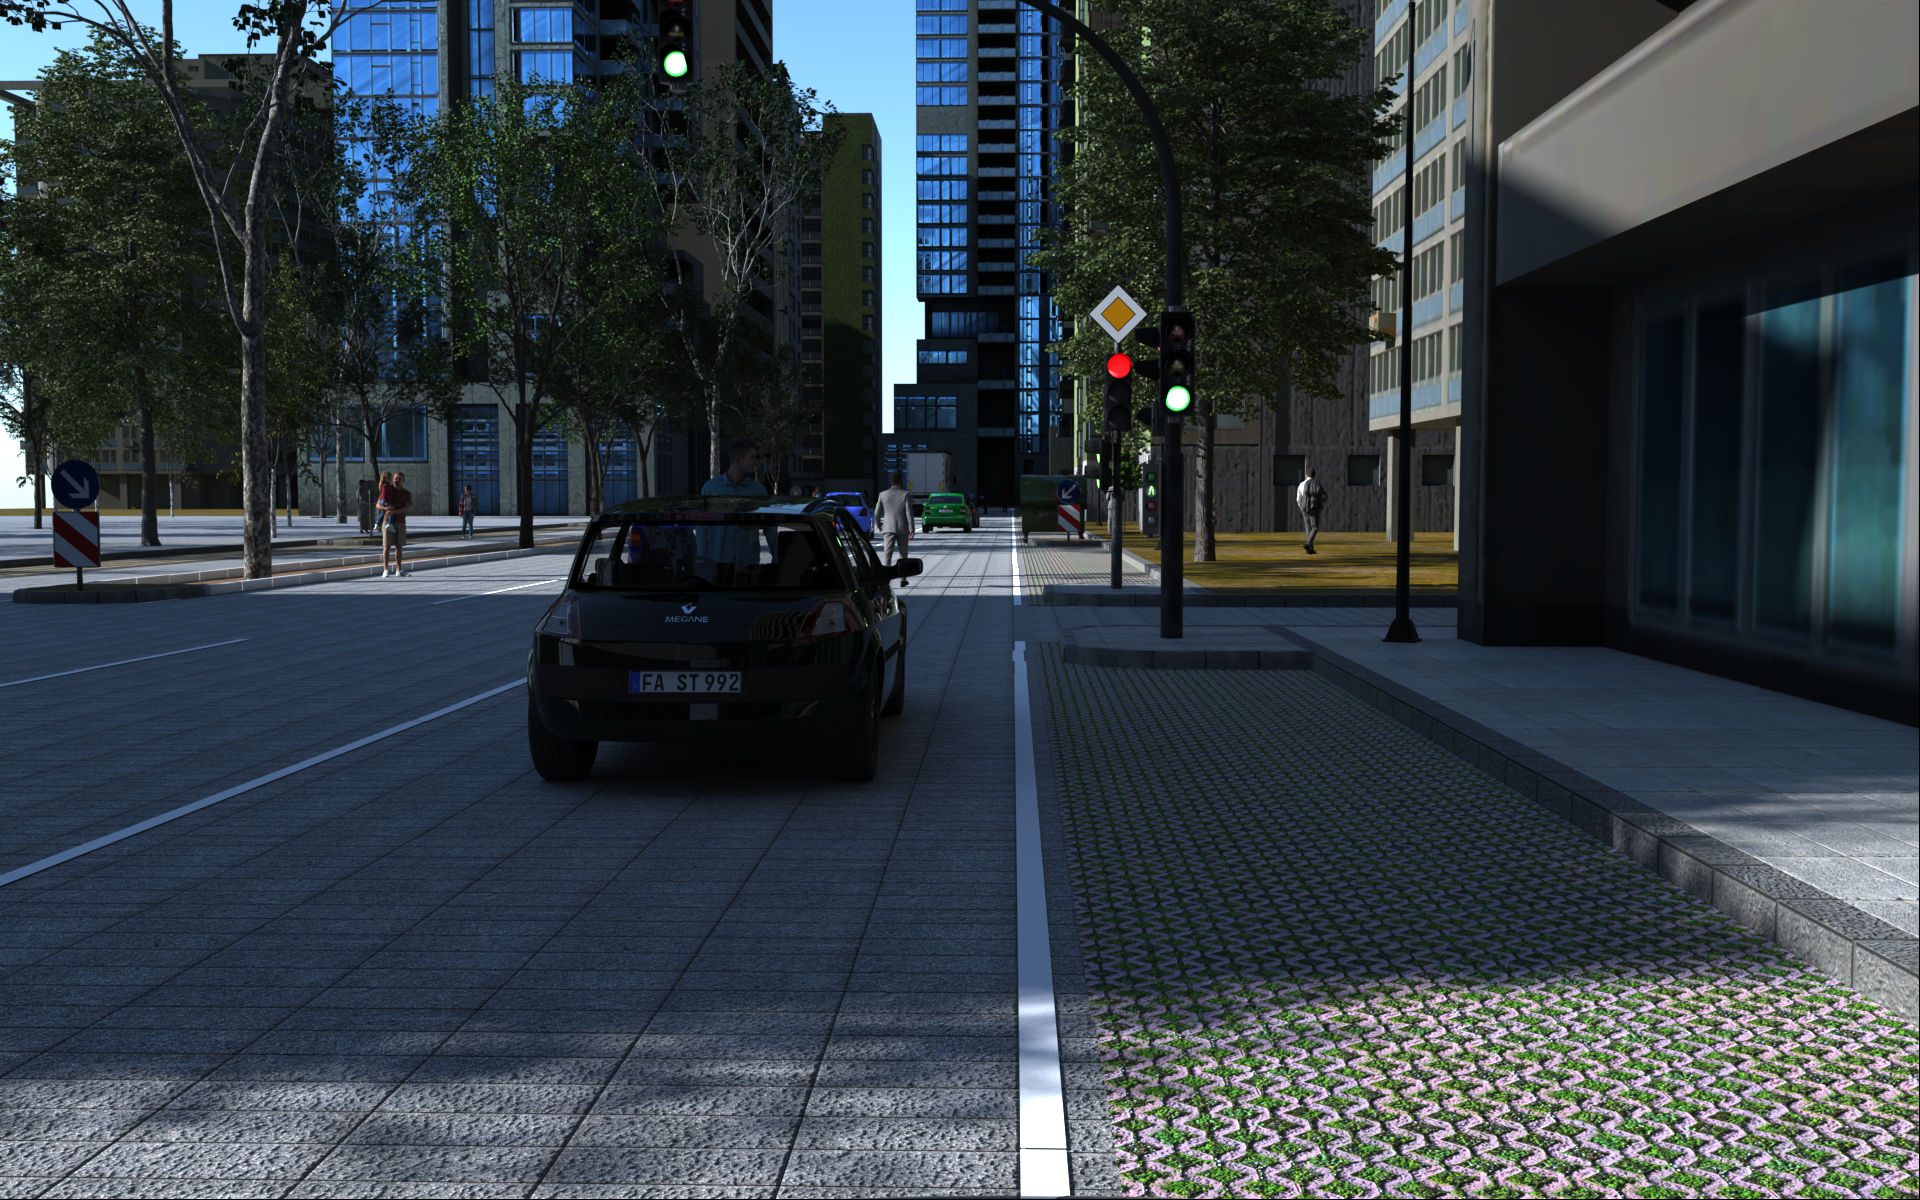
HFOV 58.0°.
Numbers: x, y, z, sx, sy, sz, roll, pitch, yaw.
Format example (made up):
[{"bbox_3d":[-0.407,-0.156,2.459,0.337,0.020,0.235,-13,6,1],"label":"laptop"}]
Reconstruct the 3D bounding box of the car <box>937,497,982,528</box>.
[{"bbox_3d":[-0.057,-3.785,74.461,1.945,1.354,3.894,0,4,3],"label":"car"}]

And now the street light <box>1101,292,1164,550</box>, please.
[{"bbox_3d":[4.068,-4.095,39.490,1.470,5.913,1.316,0,4,2],"label":"street light"}]

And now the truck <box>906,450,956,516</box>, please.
[{"bbox_3d":[-1.899,-7.696,114.735,2.839,4.237,11.283,0,4,3],"label":"truck"}]

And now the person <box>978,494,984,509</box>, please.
[{"bbox_3d":[2.143,-9.694,170.192,0.628,1.438,0.799,2,4,24],"label":"person"}]

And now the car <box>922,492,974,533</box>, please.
[{"bbox_3d":[-0.462,-3.462,65.394,1.959,1.807,4.718,0,4,2],"label":"car"}]

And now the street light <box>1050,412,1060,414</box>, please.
[{"bbox_3d":[5.787,-7.700,98.435,1.470,5.913,1.316,0,4,2],"label":"street light"}]

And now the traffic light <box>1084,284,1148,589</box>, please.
[{"bbox_3d":[2.104,-2.107,23.365,0.839,4.253,0.868,0,4,2],"label":"traffic light"}]

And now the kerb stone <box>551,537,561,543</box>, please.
[{"bbox_3d":[-11.937,-1.738,50.604,0.120,0.150,1.000,0,4,2],"label":"kerb stone"}]

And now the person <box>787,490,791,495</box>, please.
[{"bbox_3d":[-12.093,-7.012,123.818,0.621,1.740,0.551,2,4,31],"label":"person"}]

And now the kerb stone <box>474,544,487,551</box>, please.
[{"bbox_3d":[-12.138,-1.298,43.418,0.120,0.150,1.000,0,4,2],"label":"kerb stone"}]

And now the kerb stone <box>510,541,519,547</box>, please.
[{"bbox_3d":[-12.056,-1.485,46.499,0.120,0.150,1.000,0,4,2],"label":"kerb stone"}]

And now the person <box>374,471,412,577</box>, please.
[{"bbox_3d":[-9.817,-1.312,29.932,0.573,1.828,0.580,1,4,17],"label":"person"}]

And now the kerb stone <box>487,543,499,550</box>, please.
[{"bbox_3d":[-12.114,-1.361,44.452,0.120,0.150,1.000,0,4,2],"label":"kerb stone"}]

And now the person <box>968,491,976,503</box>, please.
[{"bbox_3d":[1.074,-8.971,156.110,0.756,1.711,0.436,1,4,19],"label":"person"}]

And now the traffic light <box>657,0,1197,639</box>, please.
[{"bbox_3d":[-0.229,-2.485,15.304,4.771,5.953,1.251,0,4,2],"label":"traffic light"}]

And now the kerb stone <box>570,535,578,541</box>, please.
[{"bbox_3d":[-11.869,-1.857,52.647,0.120,0.150,1.000,0,4,2],"label":"kerb stone"}]

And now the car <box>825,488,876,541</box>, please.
[{"bbox_3d":[-3.597,-2.759,54.698,1.945,1.707,3.694,0,4,0],"label":"car"}]

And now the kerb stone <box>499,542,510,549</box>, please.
[{"bbox_3d":[-12.083,-1.424,45.474,0.120,0.150,1.000,0,4,2],"label":"kerb stone"}]

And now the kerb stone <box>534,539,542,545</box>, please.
[{"bbox_3d":[-11.994,-1.612,48.553,0.120,0.150,1.000,0,4,2],"label":"kerb stone"}]

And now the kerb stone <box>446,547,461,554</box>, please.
[{"bbox_3d":[-12.205,-1.172,41.354,0.120,0.150,1.000,0,4,2],"label":"kerb stone"}]

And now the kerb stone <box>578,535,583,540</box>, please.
[{"bbox_3d":[-11.840,-1.925,53.677,0.120,0.150,1.000,0,4,2],"label":"kerb stone"}]

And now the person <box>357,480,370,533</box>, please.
[{"bbox_3d":[-19.505,-3.071,56.820,0.480,1.755,0.524,0,4,7],"label":"person"}]

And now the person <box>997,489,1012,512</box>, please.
[{"bbox_3d":[3.510,-7.776,135.571,1.348,1.831,0.705,2,4,28],"label":"person"}]

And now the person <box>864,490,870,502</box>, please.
[{"bbox_3d":[-6.468,-6.603,117.182,0.721,1.735,1.217,3,4,36],"label":"person"}]

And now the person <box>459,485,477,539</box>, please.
[{"bbox_3d":[-15.730,-2.818,55.406,0.563,1.720,0.643,-1,4,-13],"label":"person"}]

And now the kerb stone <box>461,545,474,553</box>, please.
[{"bbox_3d":[-12.177,-1.228,42.389,0.120,0.150,1.000,0,4,2],"label":"kerb stone"}]

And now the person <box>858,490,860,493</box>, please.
[{"bbox_3d":[-8.074,-8.006,140.104,0.721,1.736,1.217,-1,4,-11],"label":"person"}]

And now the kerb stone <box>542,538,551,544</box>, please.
[{"bbox_3d":[-11.965,-1.675,49.574,0.120,0.150,1.000,0,4,2],"label":"kerb stone"}]

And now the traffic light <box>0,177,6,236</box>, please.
[{"bbox_3d":[-15.655,-3.012,23.914,4.771,5.953,1.251,0,4,2],"label":"traffic light"}]

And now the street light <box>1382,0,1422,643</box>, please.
[{"bbox_3d":[3.310,-2.593,14.931,1.470,5.913,1.316,0,4,2],"label":"street light"}]

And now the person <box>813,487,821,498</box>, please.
[{"bbox_3d":[-7.270,-4.831,87.580,0.616,1.811,0.778,-3,5,-39],"label":"person"}]

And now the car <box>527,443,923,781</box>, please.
[{"bbox_3d":[-1.239,-0.016,10.054,2.009,1.686,4.222,0,4,1],"label":"car"}]

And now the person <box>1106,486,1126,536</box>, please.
[{"bbox_3d":[4.712,-2.835,52.601,0.606,1.804,0.583,0,4,-6],"label":"person"}]

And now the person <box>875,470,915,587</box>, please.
[{"bbox_3d":[-0.993,-1.080,26.430,0.678,1.792,0.850,1,4,9],"label":"person"}]

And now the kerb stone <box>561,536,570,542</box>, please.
[{"bbox_3d":[-11.900,-1.797,51.625,0.120,0.150,1.000,0,4,2],"label":"kerb stone"}]

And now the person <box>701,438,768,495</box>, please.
[{"bbox_3d":[-1.640,-0.275,12.855,0.638,1.841,0.748,0,4,-2],"label":"person"}]

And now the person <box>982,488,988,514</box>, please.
[{"bbox_3d":[1.762,-6.938,121.903,0.705,1.831,1.348,-1,4,-8],"label":"person"}]

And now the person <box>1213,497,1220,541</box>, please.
[{"bbox_3d":[6.879,-2.218,47.324,0.382,1.210,0.505,3,5,42],"label":"person"}]

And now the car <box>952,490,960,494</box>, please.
[{"bbox_3d":[-0.858,-9.040,156.482,2.281,1.827,5.304,0,4,4],"label":"car"}]

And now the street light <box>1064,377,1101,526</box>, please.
[{"bbox_3d":[5.002,-5.897,68.960,1.470,5.913,1.316,0,4,2],"label":"street light"}]

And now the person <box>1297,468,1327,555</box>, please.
[{"bbox_3d":[7.495,-1.879,36.870,0.679,1.850,0.850,2,4,33],"label":"person"}]
